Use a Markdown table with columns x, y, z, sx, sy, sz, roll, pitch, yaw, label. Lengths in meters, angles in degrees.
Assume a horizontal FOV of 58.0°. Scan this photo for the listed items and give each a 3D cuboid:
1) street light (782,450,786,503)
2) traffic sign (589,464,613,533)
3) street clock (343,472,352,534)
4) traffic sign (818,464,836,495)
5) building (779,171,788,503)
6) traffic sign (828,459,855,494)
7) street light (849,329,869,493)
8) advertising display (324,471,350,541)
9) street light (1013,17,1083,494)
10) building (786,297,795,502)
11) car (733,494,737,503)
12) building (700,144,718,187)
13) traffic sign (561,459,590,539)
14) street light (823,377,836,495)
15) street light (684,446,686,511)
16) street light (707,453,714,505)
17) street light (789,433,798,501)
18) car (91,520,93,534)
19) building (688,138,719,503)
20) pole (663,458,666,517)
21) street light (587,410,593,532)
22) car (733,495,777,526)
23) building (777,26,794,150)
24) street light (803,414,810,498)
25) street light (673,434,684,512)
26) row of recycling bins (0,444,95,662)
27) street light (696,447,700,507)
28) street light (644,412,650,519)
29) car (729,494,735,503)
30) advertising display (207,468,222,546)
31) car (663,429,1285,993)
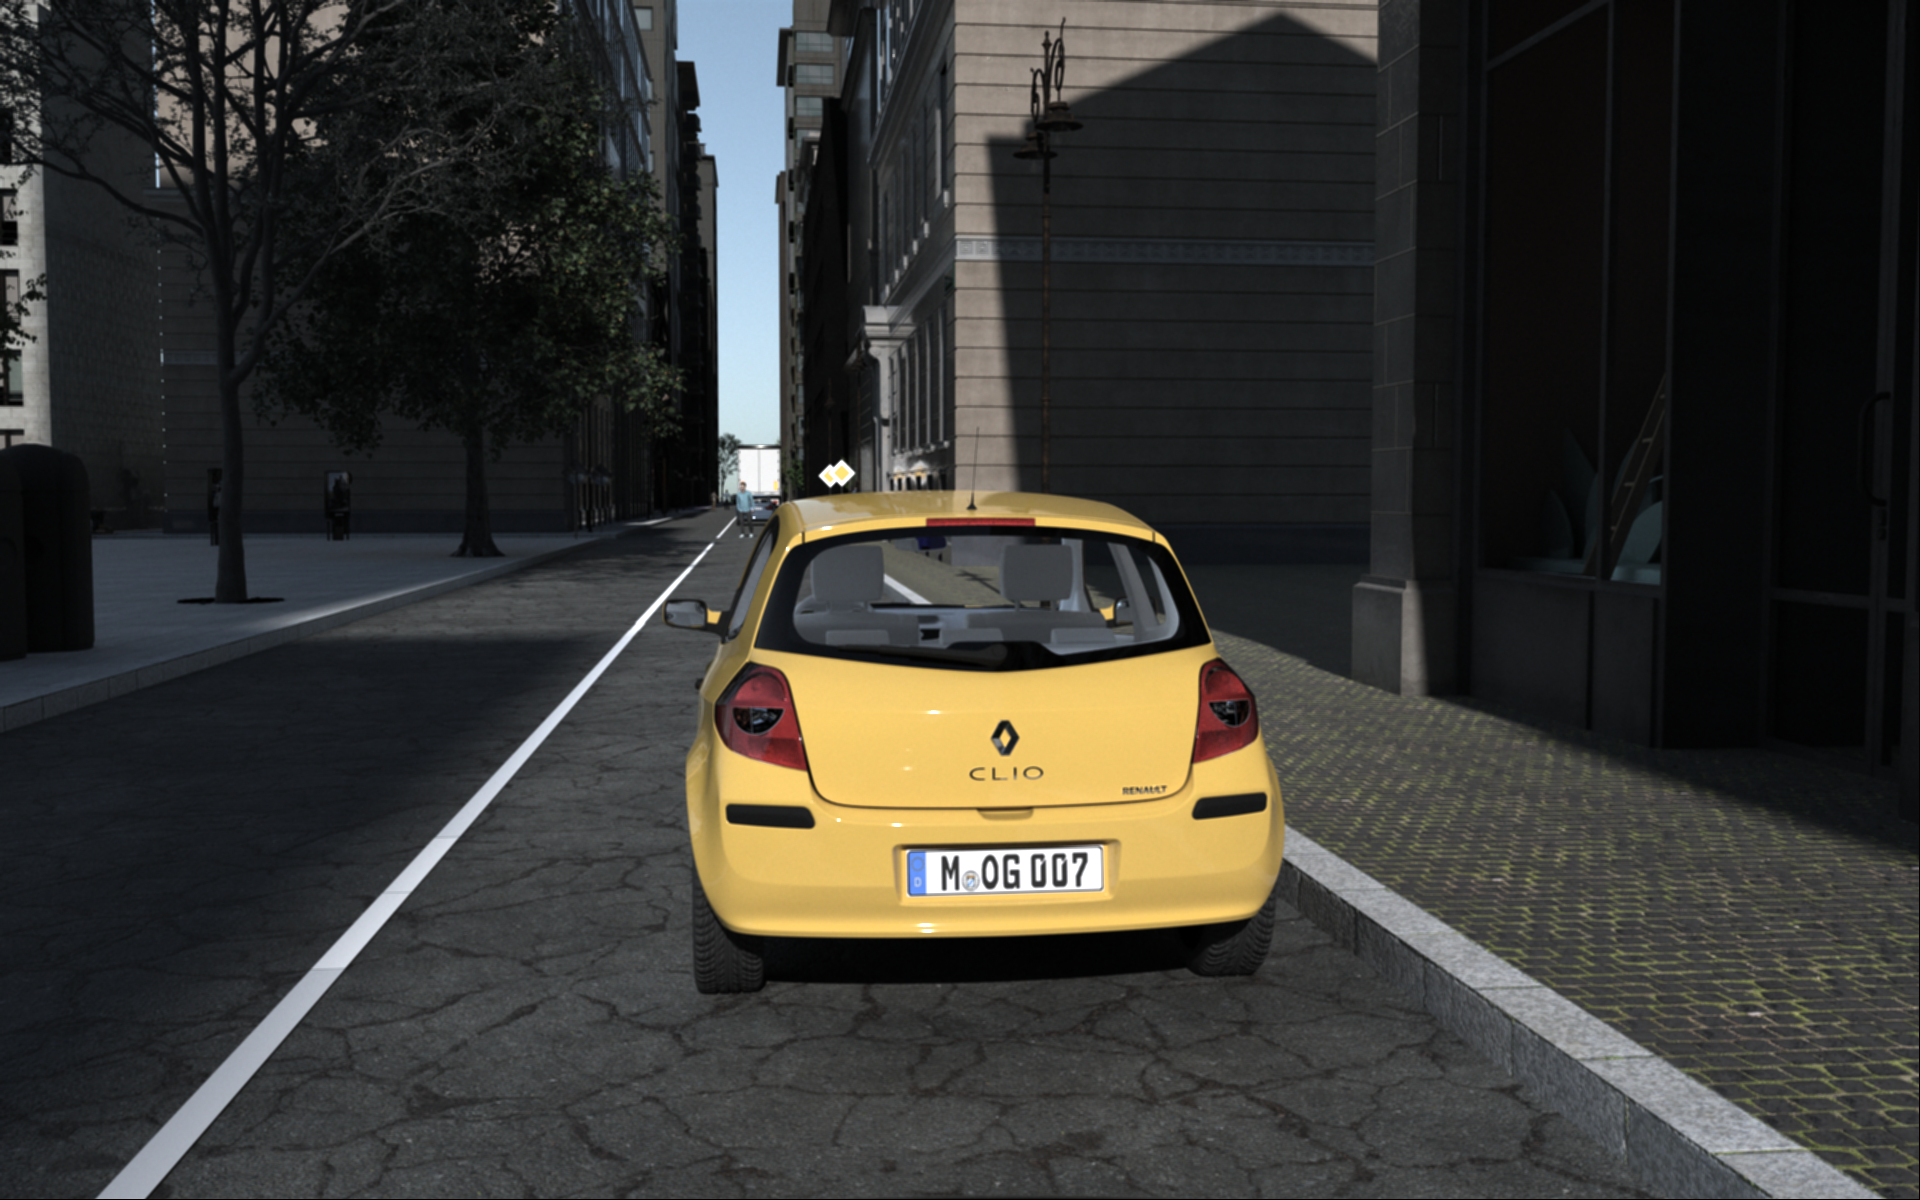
| x | y | z | sx | sy | sz | roll | pitch | yaw | label |
| --- | --- | --- | --- | --- | --- | --- | --- | --- | --- |
| -17.877 | -12.477 | 176.782 | 0.468 | 5.910 | 1.993 | 0 | 4 | -7 | street light |
| -11.837 | -3.270 | 57.106 | 0.795 | 2.450 | 0.064 | 0 | 4 | -7 | traffic sign |
| -19.643 | -3.103 | 55.305 | 0.471 | 2.002 | 0.358 | 2 | 4 | 31 | street clock |
| -4.342 | -3.322 | 57.961 | 0.795 | 2.450 | 0.064 | 0 | 4 | -7 | traffic sign |
| -17.425 | -35.761 | 234.807 | 14.600 | 45.320 | 14.200 | 0 | 4 | -7 | building |
| -3.413 | -2.837 | 50.030 | 0.795 | 2.450 | 0.064 | 0 | 4 | -7 | traffic sign |
| -2.836 | -4.641 | 48.676 | 0.468 | 5.910 | 1.993 | 0 | 4 | -7 | street light |
| -17.254 | -2.617 | 47.997 | 0.123 | 1.923 | 0.974 | 1 | 4 | 17 | advertising display |
| 0.868 | -2.732 | 17.457 | 0.468 | 5.910 | 1.993 | 0 | 4 | -7 | street light |
| -2.687 | -19.756 | 168.047 | 27.650 | 21.520 | 28.899 | 0 | 4 | -7 | building |
| -32.122 | -14.685 | 251.897 | 2.131 | 1.459 | 4.920 | -1 | 4 | -8 | car |
| -51.094 | -41.148 | 262.014 | 28.713 | 52.752 | 27.495 | 0 | 4 | -7 | building |
| -10.908 | -2.785 | 49.175 | 0.795 | 2.450 | 0.064 | 0 | 4 | -7 | traffic sign |
| -5.165 | -5.871 | 68.782 | 0.468 | 5.910 | 1.993 | 0 | 4 | -7 | street light |
| -21.428 | -9.866 | 134.100 | 0.468 | 5.910 | 1.993 | 0 | 4 | -7 | street light |
| -28.526 | -13.687 | 196.574 | 0.468 | 5.910 | 1.993 | 0 | 4 | -7 | street light |
| -12.511 | -9.719 | 131.695 | 0.468 | 5.910 | 1.993 | 0 | 4 | -7 | street light |
| -28.482 | -2.396 | 51.540 | 4.827 | 1.381 | 2.083 | 0 | 4 | -6 | car |
| -44.327 | -37.588 | 238.264 | 21.300 | 48.544 | 21.600 | 0 | 4 | -7 | building |
| -16.644 | -6.341 | 97.510 | 0.158 | 3.312 | 0.155 | 0 | 3 | 0 | pole |
| -12.374 | -5.197 | 57.762 | 0.468 | 5.910 | 1.993 | 0 | 4 | -7 | street light |
| -9.438 | -4.149 | 79.838 | 2.014 | 1.417 | 4.499 | 0 | 4 | -8 | car |
| -5.943 | -37.067 | 195.288 | 28.713 | 52.752 | 27.495 | 0 | 4 | -7 | building |
| -8.806 | -7.799 | 100.302 | 0.468 | 5.910 | 1.993 | 0 | 4 | -7 | street light |
| -19.707 | -9.033 | 120.474 | 0.468 | 5.910 | 1.993 | 0 | 4 | -7 | street light |
| -7.876 | -0.357 | 12.952 | 1.069 | 1.692 | 3.534 | 1 | 4 | 13 | row of recycling bins |
| -24.971 | -11.777 | 165.338 | 0.468 | 5.910 | 1.993 | 0 | 4 | -7 | street light |
| -16.058 | -7.107 | 88.984 | 0.468 | 5.910 | 1.993 | 0 | 4 | -7 | street light |
| -34.522 | -15.607 | 266.966 | 2.131 | 1.459 | 4.920 | 0 | 4 | -8 | car |
| -18.567 | -2.333 | 43.359 | 0.123 | 1.923 | 0.974 | 0 | 4 | -1 | advertising display |
| -0.117 | 0.229 | 6.477 | 2.015 | 1.641 | 3.980 | 0 | 4 | -7 | car |
